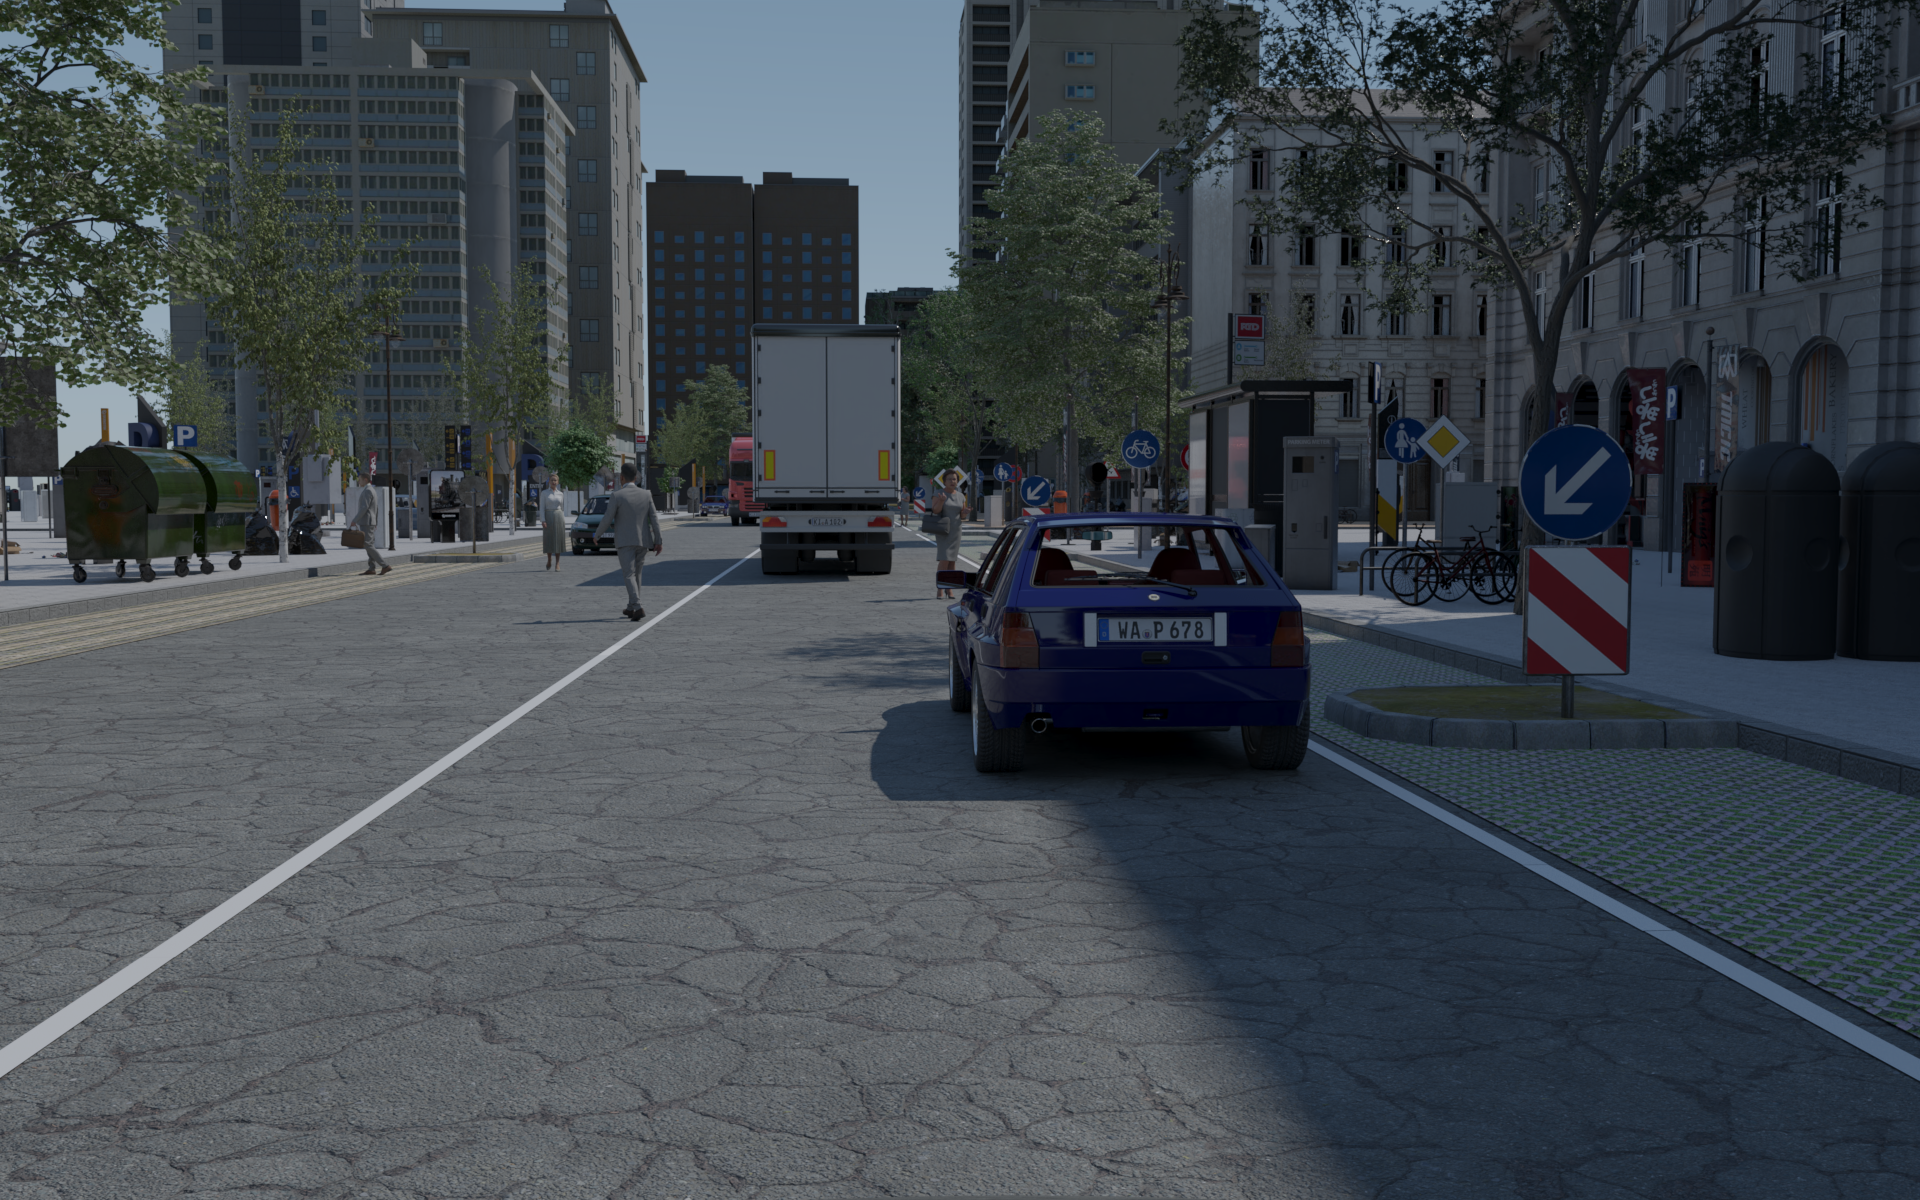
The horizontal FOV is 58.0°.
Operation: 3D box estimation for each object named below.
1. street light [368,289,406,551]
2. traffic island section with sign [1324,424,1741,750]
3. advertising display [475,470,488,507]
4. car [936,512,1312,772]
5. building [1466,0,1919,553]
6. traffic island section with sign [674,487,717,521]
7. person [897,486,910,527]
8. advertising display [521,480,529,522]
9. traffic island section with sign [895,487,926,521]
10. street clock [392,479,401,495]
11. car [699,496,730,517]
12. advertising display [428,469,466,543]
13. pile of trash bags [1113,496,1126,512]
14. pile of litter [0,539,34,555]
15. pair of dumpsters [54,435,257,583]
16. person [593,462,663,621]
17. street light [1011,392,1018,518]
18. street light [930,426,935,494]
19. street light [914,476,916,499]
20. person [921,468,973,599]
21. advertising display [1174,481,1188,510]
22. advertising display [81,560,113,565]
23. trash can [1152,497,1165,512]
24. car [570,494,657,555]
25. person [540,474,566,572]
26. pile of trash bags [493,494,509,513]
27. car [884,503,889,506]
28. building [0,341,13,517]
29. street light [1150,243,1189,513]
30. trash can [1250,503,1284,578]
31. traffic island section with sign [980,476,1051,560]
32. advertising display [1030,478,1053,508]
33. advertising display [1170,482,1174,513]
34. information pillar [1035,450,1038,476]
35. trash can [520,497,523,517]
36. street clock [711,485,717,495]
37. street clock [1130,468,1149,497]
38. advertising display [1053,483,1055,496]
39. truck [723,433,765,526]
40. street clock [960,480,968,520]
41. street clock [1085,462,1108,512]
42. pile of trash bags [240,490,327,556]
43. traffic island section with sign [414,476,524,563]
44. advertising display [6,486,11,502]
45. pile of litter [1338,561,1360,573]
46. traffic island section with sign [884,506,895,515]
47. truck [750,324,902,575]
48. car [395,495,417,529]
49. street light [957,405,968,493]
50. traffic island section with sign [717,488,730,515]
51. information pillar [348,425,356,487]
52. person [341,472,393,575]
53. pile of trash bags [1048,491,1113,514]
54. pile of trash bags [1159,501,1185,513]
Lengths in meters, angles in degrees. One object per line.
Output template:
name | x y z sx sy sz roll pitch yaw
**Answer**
street light | -12.892 -4.057 39.116 0.468 5.910 1.993 0 4 -4
traffic island section with sign | 3.334 -0.120 10.597 1.989 1.847 2.006 0 4 -4
advertising display | -12.928 -2.545 46.825 0.123 1.923 0.974 0 4 -2
car | 0.849 0.139 10.300 1.945 1.354 3.894 0 4 -3
building | 21.444 -11.957 37.303 13.314 21.916 24.055 0 4 -4
traffic island section with sign | -14.142 -5.109 92.156 1.989 1.847 2.006 0 4 -4
person | -2.554 -4.115 76.139 0.532 1.782 0.716 -3 5 -42
advertising display | -19.908 -4.534 79.348 0.123 1.923 0.974 -2 4 -28
traffic island section with sign | -2.328 -5.187 93.432 1.989 1.847 2.006 0 4 -4
street clock | -27.842 -4.953 85.551 0.471 2.002 0.358 -1 4 -12
car | -15.516 -5.950 109.859 1.945 1.354 3.894 0 4 -4
advertising display | -13.434 -2.457 45.381 0.974 1.923 0.123 -3 5 -39
pile of trash bags | 8.146 -5.501 99.688 1.912 1.369 3.447 -2 4 -30
pile of litter | -20.521 -1.393 36.738 1.176 0.858 1.719 3 5 42
pair of dumpsters | -12.430 -1.497 26.962 1.574 2.255 4.437 0 4 -4
person | -3.755 -0.671 19.753 0.678 1.792 0.850 -2 4 -35
street light | 1.950 -5.327 59.879 0.468 5.910 1.993 0 4 -4
street light | -1.790 -8.712 115.227 0.468 5.910 1.993 0 4 -4
street light | -3.707 -10.364 142.233 0.468 5.910 1.993 0 4 -4
person | -0.186 -0.901 23.587 0.716 1.782 0.532 -2 4 -29
advertising display | 11.277 -5.009 87.108 0.123 1.923 0.974 -3 5 -40
advertising display | -15.721 -1.621 31.725 0.123 1.923 0.974 1 4 21
trash can | 9.590 -4.318 82.251 0.748 1.137 0.748 0 3 0
car | -8.372 -1.981 42.178 2.009 1.686 4.222 0 4 -3
person | -7.577 -1.434 32.178 0.478 1.798 0.641 -1 4 -19
pile of trash bags | -32.397 -6.832 121.459 1.912 1.369 3.447 -3 4 -37
car | -4.125 -3.834 74.491 2.131 1.459 4.920 0 4 -3
building | -35.261 -12.494 40.428 21.152 22.565 11.583 0 4 -4
street light | 3.861 -3.628 32.111 0.468 5.910 1.993 0 4 -4
trash can | 4.848 -0.925 26.779 0.748 1.137 0.748 0 3 0
traffic island section with sign | 1.468 -1.785 37.815 1.989 1.847 2.006 0 4 -4
advertising display | 3.246 -3.959 69.936 0.974 1.923 0.123 3 5 41
advertising display | 11.367 -5.383 93.232 0.123 1.923 0.974 2 4 30
information pillar | 4.105 -6.226 93.145 0.183 3.616 0.504 1 4 9
trash can | -22.148 -4.711 88.680 0.748 1.137 0.748 0 3 0
street clock | -20.098 -8.374 141.476 0.358 2.002 0.471 2 4 29
street clock | 4.789 -2.547 46.214 0.471 2.002 0.358 1 4 14
advertising display | 4.955 -5.709 98.559 0.974 1.923 0.123 -2 4 -32
truck | -9.291 -5.653 81.337 2.839 4.237 11.283 0 4 -3
street clock | 0.170 -4.944 85.402 0.358 2.002 0.471 2 4 28
street clock | 3.085 -2.118 39.206 0.471 2.002 0.358 -2 4 -24
pile of trash bags | -14.826 -1.705 37.635 1.912 1.369 3.447 -1 4 -22
traffic island section with sign | -10.358 -1.719 36.733 1.989 1.847 2.006 0 4 -4
advertising display | -73.006 -7.766 132.193 0.974 1.923 0.123 -2 4 -34
pile of litter | 6.134 -0.925 29.094 1.176 0.858 1.719 1 4 12
traffic island section with sign | -4.156 -6.832 120.325 1.989 1.847 2.006 0 4 -4
truck | -2.652 -2.770 34.196 2.839 4.237 11.283 0 4 -5
car | -19.895 -3.130 63.175 4.499 1.417 2.014 0 4 -3
street light | 0.117 -7.026 87.656 0.468 5.910 1.993 0 4 -4
traffic island section with sign | -15.965 -6.754 119.050 1.989 1.847 2.006 0 4 -4
information pillar | -20.638 -4.128 58.854 0.183 3.616 0.504 -3 4 -36
person | -10.421 -1.334 30.432 0.853 1.813 0.709 -1 4 -14
pile of trash bags | 3.090 -2.404 49.063 1.912 1.369 3.447 1 4 12
pile of trash bags | 7.614 -2.684 53.640 3.447 1.369 1.912 -2 4 -35
